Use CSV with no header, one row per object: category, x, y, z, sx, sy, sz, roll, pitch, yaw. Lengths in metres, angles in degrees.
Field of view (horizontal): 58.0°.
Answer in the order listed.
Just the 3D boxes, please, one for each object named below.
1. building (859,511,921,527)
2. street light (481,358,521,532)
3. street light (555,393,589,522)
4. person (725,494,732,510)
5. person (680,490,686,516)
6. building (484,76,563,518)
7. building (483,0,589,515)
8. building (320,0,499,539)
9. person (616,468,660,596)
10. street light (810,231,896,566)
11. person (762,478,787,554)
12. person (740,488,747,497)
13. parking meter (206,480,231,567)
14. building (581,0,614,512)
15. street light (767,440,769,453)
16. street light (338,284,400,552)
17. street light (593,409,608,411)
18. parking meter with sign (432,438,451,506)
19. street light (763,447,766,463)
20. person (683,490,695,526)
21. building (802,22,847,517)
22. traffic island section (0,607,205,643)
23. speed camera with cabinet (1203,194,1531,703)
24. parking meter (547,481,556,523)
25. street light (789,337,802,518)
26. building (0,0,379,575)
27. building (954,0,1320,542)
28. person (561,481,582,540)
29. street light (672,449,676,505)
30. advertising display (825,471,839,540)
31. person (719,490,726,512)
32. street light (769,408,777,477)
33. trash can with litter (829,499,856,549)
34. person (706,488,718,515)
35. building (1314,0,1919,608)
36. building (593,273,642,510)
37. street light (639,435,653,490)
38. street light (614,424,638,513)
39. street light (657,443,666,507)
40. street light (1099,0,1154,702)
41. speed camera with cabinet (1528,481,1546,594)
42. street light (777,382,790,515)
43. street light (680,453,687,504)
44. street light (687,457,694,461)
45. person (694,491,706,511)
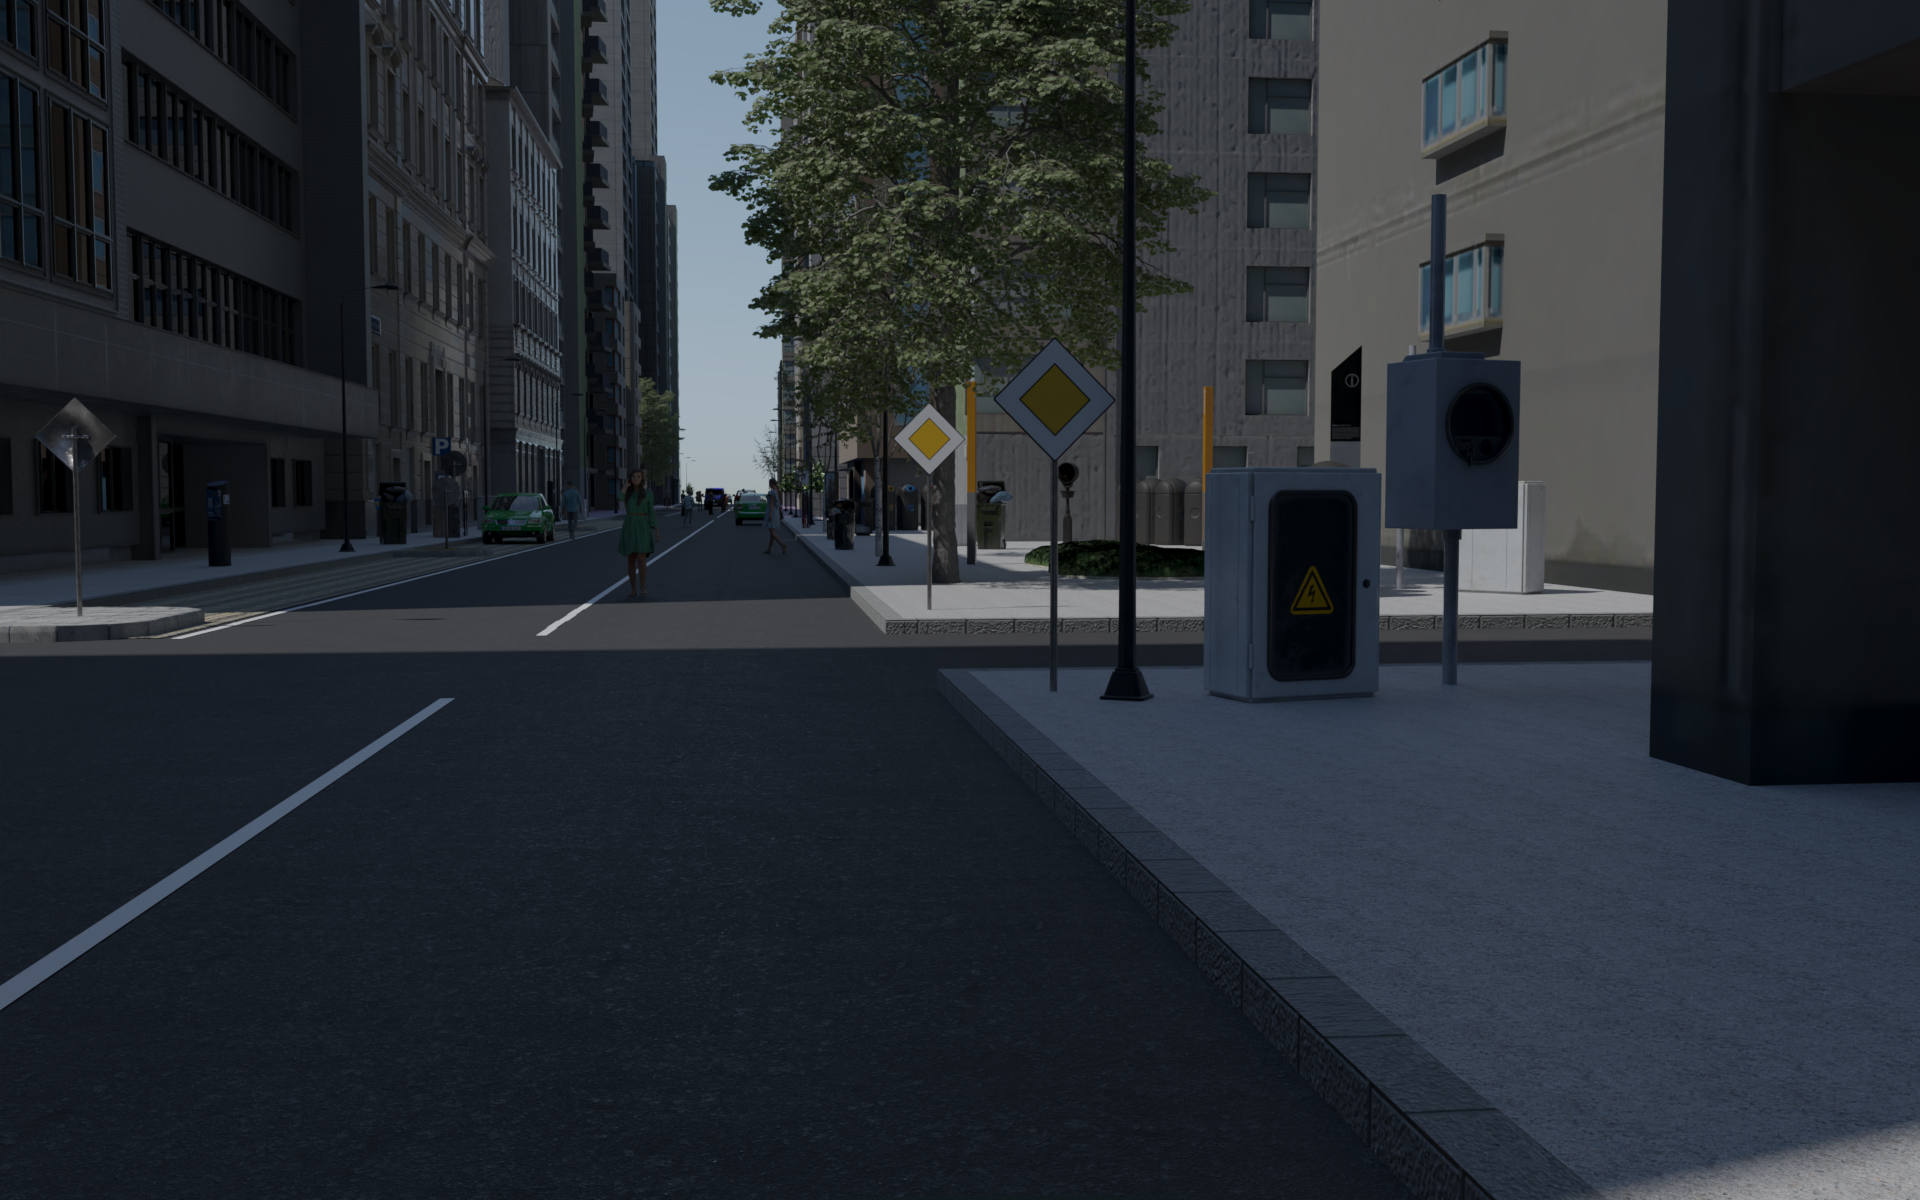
building,1.982,-25.954,74.456,14.600,45.320,14.200,0,4,-7
street light,-15.622,-5.289,59.017,1.470,5.913,1.316,0,4,-7
street light,-18.010,-6.556,79.737,1.470,5.913,1.316,0,4,-7
person,-20.741,-8.685,153.763,1.065,1.426,0.557,0,4,1
person,-17.711,-6.275,111.907,0.742,1.727,0.445,0,4,7
building,-24.738,-14.256,82.236,9.793,20.994,18.267,0,4,-7
building,-29.066,-25.346,98.009,14.154,41.232,14.086,0,4,-7
building,-23.890,-16.049,59.657,12.463,27.353,25.104,0,4,-7
person,-4.523,-0.952,24.309,0.600,1.795,0.529,-1,4,-15
street light,-1.862,-3.558,30.723,1.470,5.913,1.316,0,4,-7
person,-4.400,-2.001,41.316,0.778,1.811,0.616,2,4,35
person,-15.902,-7.236,126.680,0.599,1.838,0.709,1,4,15
parking meter,-13.164,-1.367,30.761,0.372,1.533,0.369,0,3,0
building,-35.864,-28.398,118.936,22.147,44.769,28.867,0,4,-7
street light,-11.084,-8.272,107.792,1.470,5.913,1.316,0,4,-7
street light,-13.093,-4.028,38.393,1.470,5.913,1.316,0,4,-7
street light,-19.858,-7.444,94.247,1.470,5.913,1.316,0,4,-7
parking meter with sign,-15.788,-3.455,52.743,0.543,3.016,1.738,-1,4,-15
street light,-15.986,-10.790,148.949,1.470,5.913,1.316,0,4,-7
person,-12.000,-4.059,76.679,0.589,1.601,0.330,1,4,12
building,0.480,-34.764,110.395,21.231,58.520,28.212,0,4,-7
traffic island section,-9.247,0.252,18.157,2.009,0.180,2.903,0,4,-7
speed camera with cabinet,2.598,-1.026,11.114,2.038,3.252,0.660,-1,4,-22
parking meter,-18.051,-4.332,76.547,0.255,1.863,0.399,1,4,10
street light,-4.223,-4.818,51.312,1.470,5.913,1.316,0,4,-7
building,-21.241,-13.010,31.781,14.314,24.678,30.058,0,4,-7
building,6.422,-22.584,52.851,14.154,41.232,14.086,0,4,-7
person,-12.326,-2.840,54.796,0.638,1.841,0.748,0,4,7
street light,-29.575,-12.464,176.326,1.470,5.913,1.316,0,4,-7
advertising display,-3.591,-2.652,48.575,0.123,1.923,0.974,-1,4,-20
person,-18.690,-7.785,136.344,0.434,1.755,0.990,-2,4,-35
street light,-9.426,-7.410,93.696,1.470,5.913,1.316,0,4,-7
trash can with litter,-2.751,-1.758,40.137,0.624,1.170,1.055,-1,4,-9
person,-17.379,-6.879,120.975,1.348,1.823,0.705,3,5,44
building,18.109,-24.887,30.606,21.600,48.544,21.300,0,4,-7
building,-42.276,-18.559,148.481,27.650,21.520,28.899,0,4,-7
street light,-24.701,-9.962,135.412,1.470,5.913,1.316,0,4,-7
street light,-22.290,-8.703,114.828,1.470,5.913,1.316,0,4,-7
street light,-27.223,-11.220,155.982,1.470,5.913,1.316,0,4,-7
street light,0.510,-2.330,10.639,1.470,5.913,1.316,0,4,-7
speed camera with cabinet,6.645,-1.741,22.800,2.038,3.252,0.660,3,5,45
street light,-6.723,-6.076,71.885,1.470,5.913,1.316,0,4,-7
street light,-32.118,-13.729,197.002,1.470,5.913,1.316,0,4,-7
street light,-34.540,-14.994,217.685,1.470,5.913,1.316,0,4,-7
person,-22.150,-8.465,147.610,1.217,1.736,0.721,-1,4,-13
